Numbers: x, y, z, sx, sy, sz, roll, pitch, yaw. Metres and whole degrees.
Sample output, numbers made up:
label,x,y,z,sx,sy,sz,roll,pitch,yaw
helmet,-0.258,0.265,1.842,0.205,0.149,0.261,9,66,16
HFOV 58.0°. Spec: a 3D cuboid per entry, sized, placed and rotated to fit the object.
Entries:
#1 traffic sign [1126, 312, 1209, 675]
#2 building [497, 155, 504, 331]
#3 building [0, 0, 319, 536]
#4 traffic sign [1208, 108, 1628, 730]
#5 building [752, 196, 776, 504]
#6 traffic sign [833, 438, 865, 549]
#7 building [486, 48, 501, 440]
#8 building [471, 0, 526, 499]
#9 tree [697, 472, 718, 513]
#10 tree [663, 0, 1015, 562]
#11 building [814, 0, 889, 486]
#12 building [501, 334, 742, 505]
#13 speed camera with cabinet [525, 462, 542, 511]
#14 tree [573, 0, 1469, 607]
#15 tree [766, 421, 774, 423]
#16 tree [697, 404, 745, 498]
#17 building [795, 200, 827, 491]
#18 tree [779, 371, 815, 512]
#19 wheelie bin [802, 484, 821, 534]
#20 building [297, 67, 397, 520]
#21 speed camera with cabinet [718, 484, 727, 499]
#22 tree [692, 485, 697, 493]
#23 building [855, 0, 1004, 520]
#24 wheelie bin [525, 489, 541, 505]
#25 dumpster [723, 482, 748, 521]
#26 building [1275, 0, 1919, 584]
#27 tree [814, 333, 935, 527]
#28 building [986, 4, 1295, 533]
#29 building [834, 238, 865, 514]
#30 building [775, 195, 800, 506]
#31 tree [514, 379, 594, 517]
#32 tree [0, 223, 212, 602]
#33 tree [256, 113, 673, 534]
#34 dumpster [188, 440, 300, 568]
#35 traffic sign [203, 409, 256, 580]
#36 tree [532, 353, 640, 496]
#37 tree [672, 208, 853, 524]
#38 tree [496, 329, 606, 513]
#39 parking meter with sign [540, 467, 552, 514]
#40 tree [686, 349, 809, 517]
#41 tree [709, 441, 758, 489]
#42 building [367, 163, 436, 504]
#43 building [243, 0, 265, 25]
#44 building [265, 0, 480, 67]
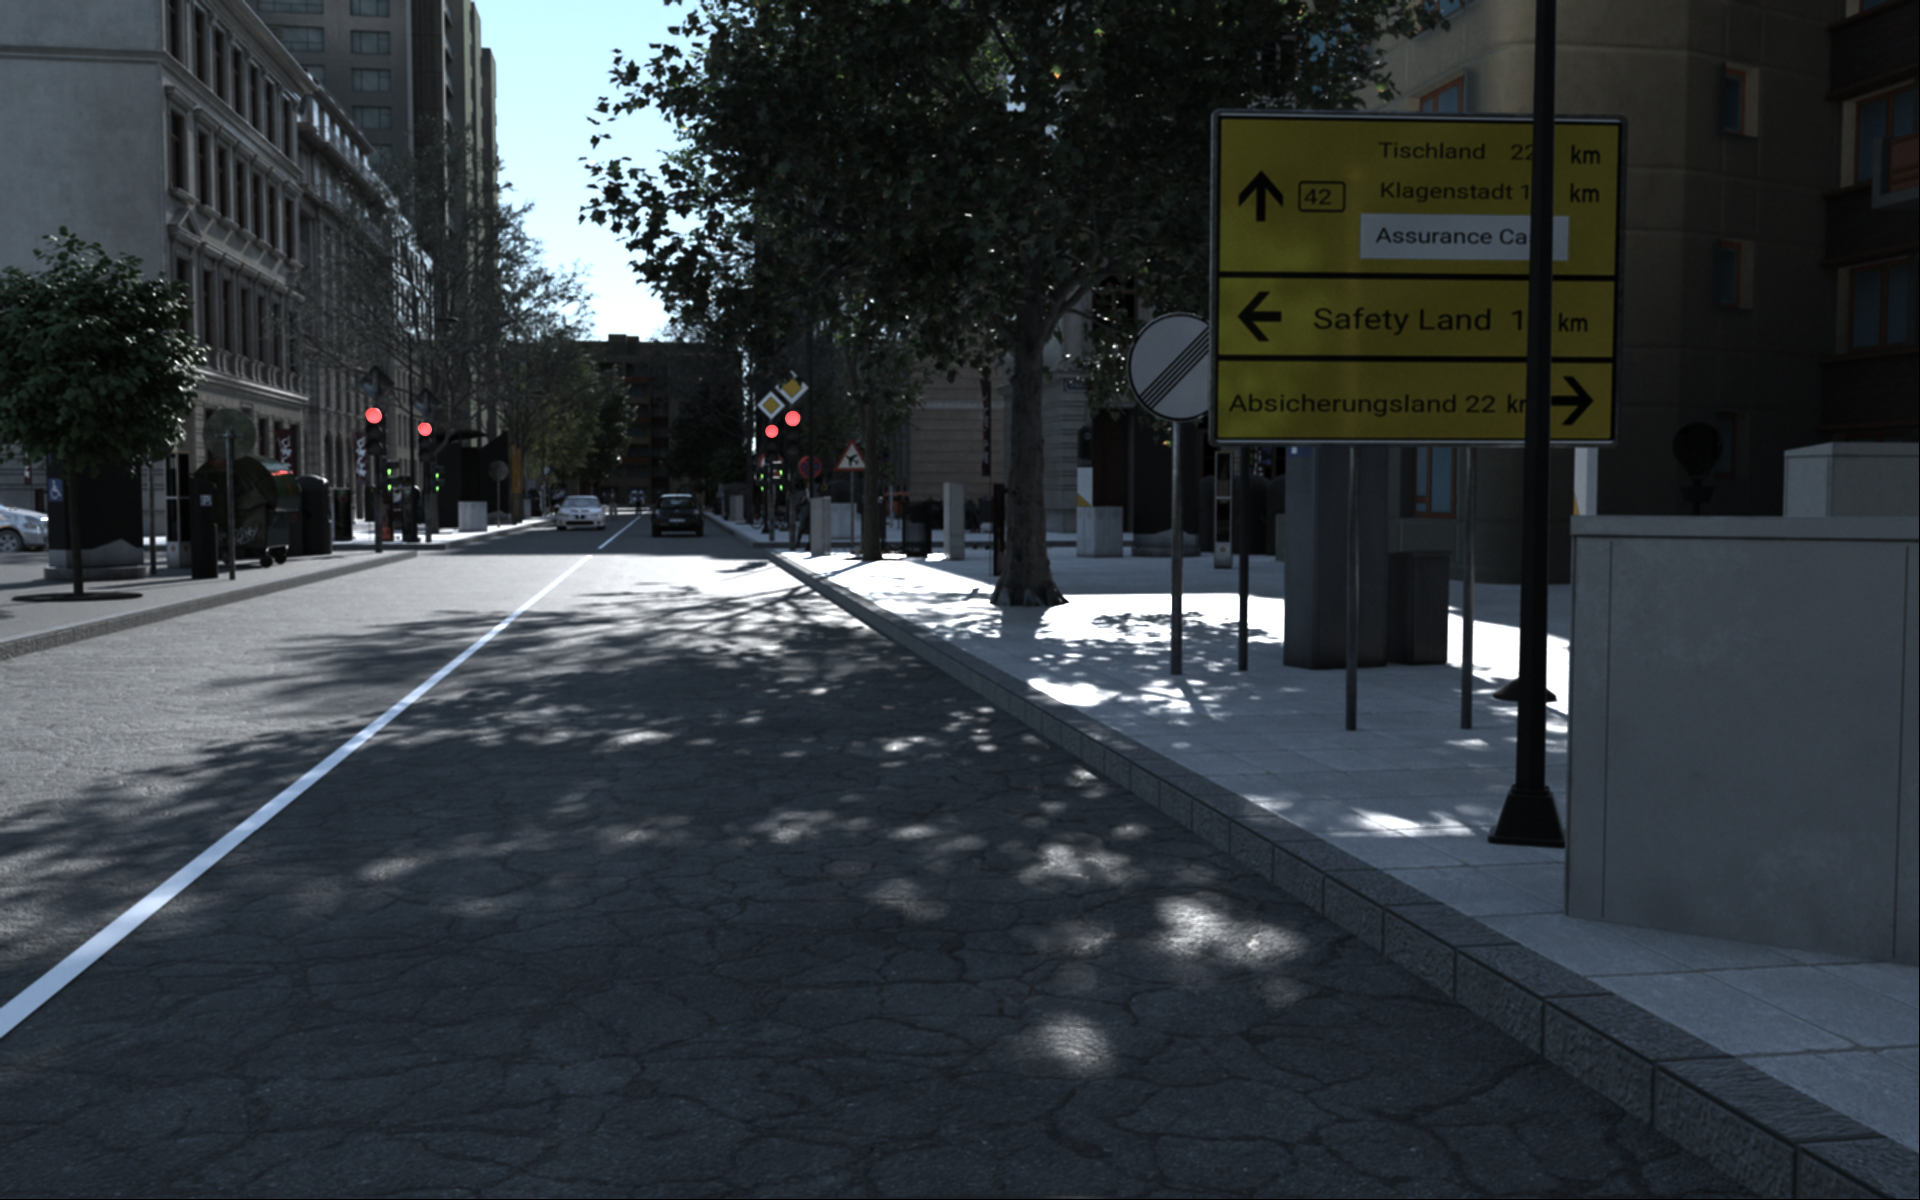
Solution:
label,x,y,z,sx,sy,sz,roll,pitch,yaw
traffic sign,1.538,-0.742,12.240,0.768,2.556,0.104,0,4,-8
building,-72.646,-36.521,216.724,30.456,49.044,23.786,-1,4,-10
building,-30.574,-13.750,60.963,11.583,22.565,21.152,-1,4,-10
traffic sign,2.451,-0.946,9.343,2.265,3.308,0.079,0,4,-4
building,-14.026,-34.915,225.489,28.867,44.769,22.147,-1,4,-10
traffic sign,-2.498,-2.453,40.114,0.884,2.594,0.081,0,4,-4
building,-48.546,-28.712,153.040,14.154,41.232,14.086,-1,4,-10
building,-60.080,-52.444,170.138,31.000,86.520,22.319,-1,4,-10
tree,-16.403,-7.509,117.366,1.663,3.219,1.824,0,3,0
tree,-1.874,-6.562,33.040,9.928,11.665,9.643,0,3,0
building,-0.218,-31.867,140.631,23.786,49.044,30.456,-1,4,-10
building,-43.248,-23.190,224.193,28.899,21.520,27.650,-1,4,-10
speed camera with cabinet,-26.404,-6.905,107.231,0.660,3.252,2.038,-2,4,-28
tree,0.787,-6.282,19.718,9.611,12.733,9.660,0,3,0
tree,-10.518,-9.865,111.662,4.737,8.622,4.395,0,3,0
tree,-19.224,-11.466,137.833,4.360,8.622,3.978,0,3,0
building,-8.085,-31.334,162.423,14.600,45.320,14.200,-1,4,-10
tree,-6.860,-8.431,88.216,4.737,8.622,4.395,0,3,0
wheelie bin,-4.649,-2.886,55.096,0.693,1.594,0.980,-3,5,-41
building,-35.676,-14.773,83.340,13.314,21.916,24.055,-1,4,-10
speed camera with cabinet,-14.584,-7.190,111.890,2.038,3.252,0.660,1,4,19
tree,-28.070,-11.716,186.160,1.663,3.219,1.824,0,3,0
building,2.036,-18.851,94.124,13.634,28.700,20.117,-1,4,-10
wheelie bin,-25.071,-5.730,101.593,0.693,1.594,0.980,1,4,22
dumpster,-10.857,-4.794,84.145,1.264,1.857,1.865,-1,4,-10
building,22.097,-10.745,20.729,27.650,21.520,28.899,-1,4,-10
tree,-2.883,-7.116,66.715,4.737,8.622,4.395,0,3,0
building,12.160,-13.845,62.529,21.152,22.565,11.583,-1,4,-10
building,-1.376,-18.099,113.939,12.078,24.808,19.932,-1,4,-10
building,-7.982,-34.055,180.492,21.300,48.544,21.600,-1,4,-10
tree,-23.237,-9.018,97.803,4.360,8.622,3.978,0,3,0
tree,-10.855,-2.300,21.312,4.285,4.588,4.351,0,3,0
tree,-16.773,-8.862,55.258,12.009,13.543,11.850,0,3,0
dumpster,-12.708,-1.730,30.785,1.502,2.255,1.985,-1,4,-9
traffic sign,-10.902,-1.576,25.875,0.768,2.556,0.104,0,4,-7
tree,-34.705,-15.566,161.158,9.857,13.997,8.962,0,3,0
tree,-8.842,-9.980,73.535,12.009,13.543,11.850,0,3,0
tree,-27.474,-12.220,117.928,7.486,12.596,7.792,0,3,0
parking meter with sign,-26.772,-7.047,111.476,0.543,3.016,1.738,0,4,2
tree,-11.667,-9.906,96.367,7.601,10.594,8.767,-1,4,-11
tree,-13.430,-7.347,103.833,4.285,4.588,4.351,0,3,0
building,-37.969,-15.227,103.709,10.420,20.320,16.860,-1,4,-10
building,-42.930,-26.982,124.750,14.154,41.232,14.086,-1,4,-10
building,-45.953,-27.829,138.605,14.154,41.232,14.086,-1,4,-10
